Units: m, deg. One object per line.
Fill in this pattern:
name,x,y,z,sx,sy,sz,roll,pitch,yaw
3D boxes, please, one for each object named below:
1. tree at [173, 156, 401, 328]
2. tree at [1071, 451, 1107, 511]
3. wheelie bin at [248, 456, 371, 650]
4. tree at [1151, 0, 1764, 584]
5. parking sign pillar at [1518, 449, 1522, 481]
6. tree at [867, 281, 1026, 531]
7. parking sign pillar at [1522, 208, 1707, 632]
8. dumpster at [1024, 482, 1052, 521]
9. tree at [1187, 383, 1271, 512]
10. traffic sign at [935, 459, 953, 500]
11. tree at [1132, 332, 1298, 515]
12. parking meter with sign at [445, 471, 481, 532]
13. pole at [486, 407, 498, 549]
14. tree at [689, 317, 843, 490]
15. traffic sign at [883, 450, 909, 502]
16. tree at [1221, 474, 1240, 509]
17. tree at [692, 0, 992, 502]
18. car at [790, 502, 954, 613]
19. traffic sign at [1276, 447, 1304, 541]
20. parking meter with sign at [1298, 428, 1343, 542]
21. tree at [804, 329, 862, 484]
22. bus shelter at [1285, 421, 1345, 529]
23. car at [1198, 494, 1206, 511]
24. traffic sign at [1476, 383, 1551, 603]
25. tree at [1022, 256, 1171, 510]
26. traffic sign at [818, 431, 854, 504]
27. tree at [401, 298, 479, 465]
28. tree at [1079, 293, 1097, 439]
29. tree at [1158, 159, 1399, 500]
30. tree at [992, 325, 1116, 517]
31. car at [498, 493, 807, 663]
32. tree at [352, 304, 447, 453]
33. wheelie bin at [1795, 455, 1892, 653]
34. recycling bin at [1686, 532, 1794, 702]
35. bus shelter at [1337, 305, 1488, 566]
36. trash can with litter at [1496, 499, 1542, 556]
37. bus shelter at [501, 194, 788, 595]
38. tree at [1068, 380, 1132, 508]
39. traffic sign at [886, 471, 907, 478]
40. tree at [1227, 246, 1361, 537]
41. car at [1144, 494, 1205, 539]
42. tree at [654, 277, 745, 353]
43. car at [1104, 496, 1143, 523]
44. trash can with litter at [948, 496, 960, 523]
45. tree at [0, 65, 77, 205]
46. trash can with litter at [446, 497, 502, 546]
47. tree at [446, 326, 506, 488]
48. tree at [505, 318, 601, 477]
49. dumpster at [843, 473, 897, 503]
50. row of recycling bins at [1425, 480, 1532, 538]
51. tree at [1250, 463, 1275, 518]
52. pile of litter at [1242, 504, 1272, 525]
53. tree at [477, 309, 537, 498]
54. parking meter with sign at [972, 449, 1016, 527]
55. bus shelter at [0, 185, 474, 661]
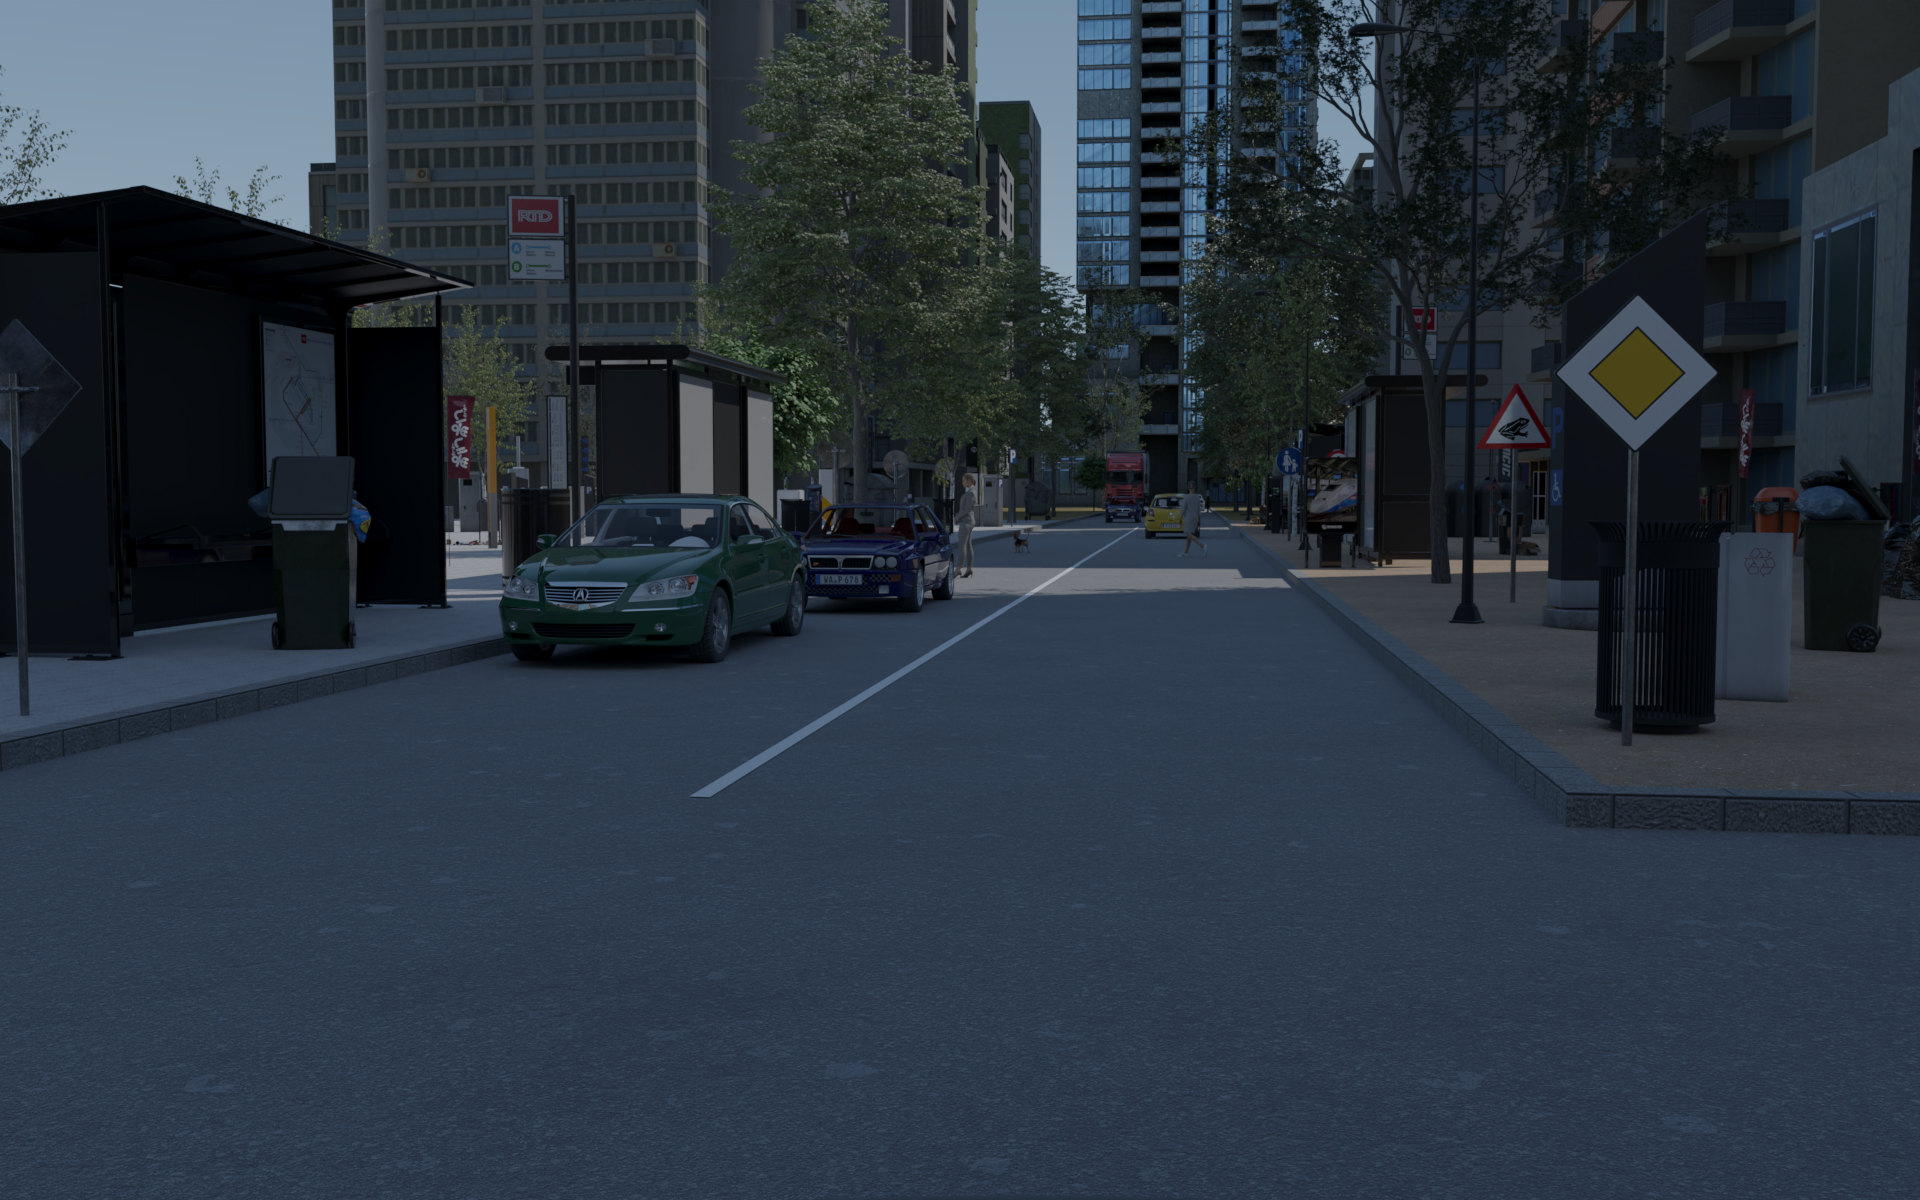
tree,-15.911,-5.401,38.675,4.737,8.622,4.395,0,3,0
tree,10.009,-8.849,128.398,4.285,4.588,4.351,0,3,0
wheelie bin,-5.410,-0.401,14.459,0.980,1.594,0.693,-1,4,-12
tree,6.984,-5.536,24.923,8.767,10.594,7.601,0,4,7
parking sign pillar,26.143,-5.535,78.976,1.447,3.967,1.447,0,4,4
tree,-0.103,-6.678,59.553,4.737,8.622,4.395,0,3,0
parking sign pillar,6.391,-1.723,16.640,1.447,3.967,1.447,0,4,1
dumpster,3.767,-4.788,84.046,1.264,1.857,1.865,0,4,8
tree,19.967,-12.515,122.747,7.486,12.596,7.792,0,3,0
traffic sign,-0.555,-3.841,62.904,0.768,2.556,0.104,1,4,13
tree,17.448,-10.963,105.005,9.928,11.665,9.643,0,3,0
parking meter with sign,-16.529,-3.796,58.327,1.738,3.016,0.543,-1,4,-19
pole,-10.986,-2.862,40.640,0.158,3.312,0.155,0,3,0
tree,-3.873,-2.961,32.129,4.285,4.588,4.351,0,3,0
traffic sign,-1.861,-3.051,49.986,0.768,2.556,0.104,1,4,15
tree,23.135,-9.434,148.849,1.663,3.219,1.824,0,3,0
tree,-2.689,-7.469,40.246,7.486,12.596,7.792,0,3,0
car,-1.142,-0.593,22.272,1.945,1.354,3.894,1,4,8
traffic sign,8.987,-2.881,47.204,0.768,2.556,0.104,0,4,8
parking meter with sign,9.937,-3.056,46.234,1.738,3.016,0.543,0,4,-2
tree,-6.245,-7.689,76.084,4.737,8.622,4.395,0,3,0
bus shelter,11.981,-4.111,58.496,1.731,3.624,6.357,0,4,8
car,19.799,-8.223,146.452,2.014,1.417,4.499,0,4,8
traffic sign,6.536,-1.248,20.415,0.884,2.594,0.081,1,4,14
tree,10.849,-17.411,140.555,12.611,20.169,13.585,0,3,0
traffic sign,-2.501,-2.120,34.766,0.768,2.556,0.104,1,4,13
tree,-16.285,-5.909,46.976,4.737,8.622,4.395,0,3,0
tree,2.584,-9.704,76.794,7.486,12.596,7.792,0,3,0
tree,12.597,-9.862,67.896,9.857,13.997,8.962,0,3,0
tree,4.911,-9.858,95.585,7.601,10.594,8.767,-3,4,-38
car,-2.720,-0.274,16.286,2.131,1.459,4.920,0,4,8
tree,-19.991,-6.516,56.905,4.360,8.622,3.978,0,3,0
wheelie bin,7.273,-0.390,14.283,0.693,1.594,0.980,2,4,30
recycling bin,4.918,0.090,11.086,0.722,1.027,0.722,2,4,26
bus shelter,8.769,-3.488,34.654,2.179,5.291,8.768,0,4,8
trash can with litter,11.799,-1.533,36.457,0.624,1.170,1.055,-2,4,-28
bus shelter,-4.632,-2.948,25.833,2.179,5.291,8.768,0,4,8
tree,13.151,-14.107,156.410,9.928,11.665,9.643,0,3,0
traffic sign,-2.073,-3.421,56.033,0.768,2.556,0.104,1,4,11
tree,10.105,-6.232,52.262,4.737,8.622,4.395,0,3,0
car,6.987,-2.841,56.682,2.015,1.641,3.980,1,4,9
tree,-8.450,-6.550,57.449,4.737,8.622,4.395,0,3,0
car,8.262,-4.576,87.400,1.945,1.354,3.894,0,4,8
trash can with litter,-0.286,-3.981,76.145,1.678,1.210,2.233,-2,4,-30
tree,-16.733,-4.801,28.856,4.360,8.622,3.978,0,3,0
trash can with litter,-12.275,-2.005,43.847,2.233,1.210,1.678,0,4,0
tree,-21.825,-7.621,74.961,4.360,8.622,3.978,0,3,0
tree,-16.063,-7.512,73.182,4.360,8.622,3.978,0,3,0
dumpster,-2.538,-2.615,48.509,1.264,1.857,1.865,0,4,8
row of recycling bins,15.240,-2.712,51.449,3.534,1.692,1.069,-1,4,-11
tree,16.267,-5.984,92.437,1.663,3.219,1.824,0,3,0
pile of litter,12.704,-3.609,72.978,1.719,0.858,1.176,0,4,7
tree,-18.369,-7.120,66.778,4.737,8.622,4.395,0,3,0
parking meter with sign,1.300,-4.375,67.793,1.738,3.016,0.543,2,4,29
bus shelter,-6.646,-1.536,16.402,1.731,3.624,6.357,0,4,8
